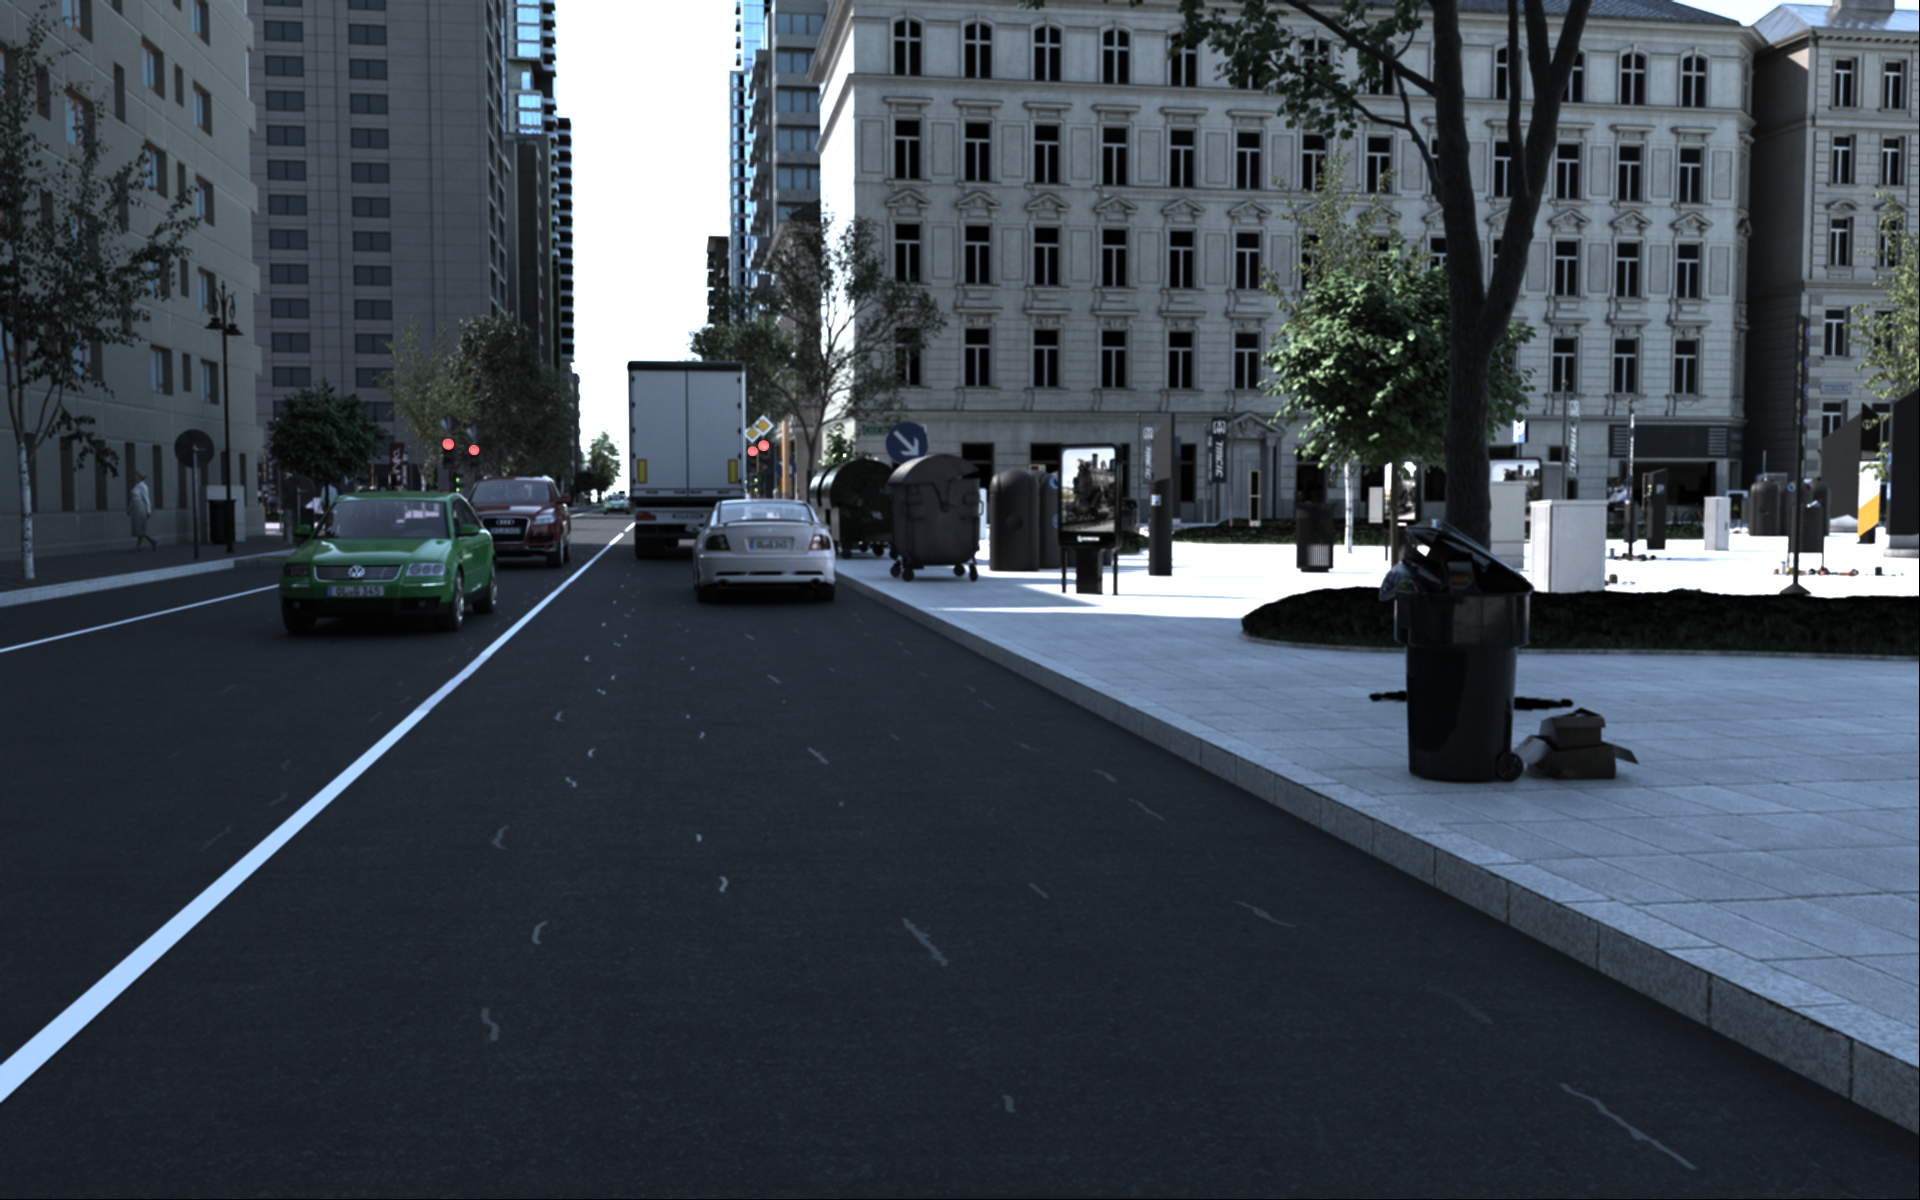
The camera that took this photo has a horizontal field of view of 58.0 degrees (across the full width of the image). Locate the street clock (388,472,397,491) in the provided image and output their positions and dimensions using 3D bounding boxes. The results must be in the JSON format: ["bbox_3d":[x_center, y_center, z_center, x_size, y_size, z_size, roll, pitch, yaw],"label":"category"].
[{"bbox_3d":[-18.934,-3.258,57.842,0.358,2.002,0.471,-2,4,-25],"label":"street clock"}]

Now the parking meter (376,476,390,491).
[{"bbox_3d":[-18.515,-3.053,55.626,0.399,1.863,0.255,-2,4,-23],"label":"parking meter"}]

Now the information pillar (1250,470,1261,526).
[{"bbox_3d":[9.188,-3.020,53.873,0.304,2.012,0.304,1,4,20],"label":"information pillar"}]

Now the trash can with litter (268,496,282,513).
[{"bbox_3d":[-35.586,-4.792,89.736,0.624,1.170,1.055,0,4,-4],"label":"trash can with litter"}]

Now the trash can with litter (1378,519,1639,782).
[{"bbox_3d":[2.502,0.211,7.932,1.055,1.170,0.624,0,4,-8],"label":"trash can with litter"}]

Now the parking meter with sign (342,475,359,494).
[{"bbox_3d":[-18.656,-3.466,52.924,0.543,3.016,1.738,-1,4,-11],"label":"parking meter with sign"}]

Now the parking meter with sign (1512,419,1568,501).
[{"bbox_3d":[13.892,-2.718,40.704,1.738,3.016,0.543,-1,4,-13],"label":"parking meter with sign"}]

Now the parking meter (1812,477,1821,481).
[{"bbox_3d":[29.209,-3.262,59.037,0.255,1.863,0.399,0,4,-2],"label":"parking meter"}]

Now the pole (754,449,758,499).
[{"bbox_3d":[-9.191,-5.154,78.108,0.158,3.312,0.155,0,3,0],"label":"pole"}]

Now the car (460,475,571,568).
[{"bbox_3d":[-9.017,-1.618,35.124,2.281,1.827,5.304,-1,4,-10],"label":"car"}]

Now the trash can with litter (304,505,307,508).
[{"bbox_3d":[-45.619,-6.680,120.283,2.233,1.210,1.678,1,4,10],"label":"trash can with litter"}]

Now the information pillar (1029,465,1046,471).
[{"bbox_3d":[1.947,-2.389,43.552,0.304,2.012,0.304,2,4,31],"label":"information pillar"}]

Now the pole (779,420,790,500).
[{"bbox_3d":[-4.832,-3.318,48.090,0.158,3.312,0.155,0,3,0],"label":"pole"}]

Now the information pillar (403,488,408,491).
[{"bbox_3d":[-38.222,-7.018,119.235,0.304,2.012,0.304,0,4,5],"label":"information pillar"}]

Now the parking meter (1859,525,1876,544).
[{"bbox_3d":[23.443,-2.219,44.699,0.372,1.533,0.369,0,3,0],"label":"parking meter"}]

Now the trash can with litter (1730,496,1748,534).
[{"bbox_3d":[25.113,-2.744,55.920,2.233,1.210,1.678,3,5,39],"label":"trash can with litter"}]

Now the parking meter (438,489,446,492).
[{"bbox_3d":[-24.774,-4.558,82.930,0.372,1.533,0.369,0,3,0],"label":"parking meter"}]

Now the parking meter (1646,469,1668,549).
[{"bbox_3d":[16.149,-2.107,40.165,0.399,1.863,0.255,0,4,-6],"label":"parking meter"}]

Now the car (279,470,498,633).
[{"bbox_3d":[-6.302,-0.649,19.400,1.959,1.807,4.718,0,4,-8],"label":"car"}]

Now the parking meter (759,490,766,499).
[{"bbox_3d":[-9.248,-4.450,81.165,0.372,1.533,0.369,0,3,0],"label":"parking meter"}]

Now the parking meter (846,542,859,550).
[{"bbox_3d":[-2.533,-2.094,39.942,0.399,1.863,0.255,3,5,44],"label":"parking meter"}]

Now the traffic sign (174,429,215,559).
[{"bbox_3d":[-15.059,-2.079,34.096,0.768,2.556,0.104,0,4,-7],"label":"traffic sign"}]

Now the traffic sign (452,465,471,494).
[{"bbox_3d":[-22.350,-4.747,77.623,0.884,2.594,0.081,0,3,0],"label":"traffic sign"}]

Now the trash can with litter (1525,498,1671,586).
[{"bbox_3d":[8.723,-0.822,24.502,2.233,1.210,1.678,-1,4,-14],"label":"trash can with litter"}]

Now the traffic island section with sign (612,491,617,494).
[{"bbox_3d":[-53.718,-16.220,273.831,1.989,1.847,2.006,-1,4,-10],"label":"traffic island section with sign"}]

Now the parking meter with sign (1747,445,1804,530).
[{"bbox_3d":[29.117,-4.014,61.888,1.738,3.016,0.543,1,4,17],"label":"parking meter with sign"}]

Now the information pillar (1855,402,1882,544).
[{"bbox_3d":[23.141,-3.224,44.065,0.183,3.616,0.504,-3,5,-45],"label":"information pillar"}]

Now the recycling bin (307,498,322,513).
[{"bbox_3d":[-44.255,-6.490,118.657,0.722,1.027,0.722,1,4,20],"label":"recycling bin"}]

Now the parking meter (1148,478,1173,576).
[{"bbox_3d":[3.147,-1.147,27.169,0.372,1.533,0.369,0,3,0],"label":"parking meter"}]

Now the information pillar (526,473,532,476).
[{"bbox_3d":[-29.312,-7.731,117.754,0.183,3.616,0.504,3,5,44],"label":"information pillar"}]

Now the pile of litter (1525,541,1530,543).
[{"bbox_3d":[14.332,-1.918,45.329,1.176,0.858,1.719,1,4,19],"label":"pile of litter"}]

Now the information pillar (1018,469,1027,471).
[{"bbox_3d":[1.788,-2.864,51.321,0.304,2.012,0.304,1,4,16],"label":"information pillar"}]

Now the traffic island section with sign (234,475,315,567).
[{"bbox_3d":[-13.373,-1.607,34.896,1.989,1.847,2.006,-1,4,-10],"label":"traffic island section with sign"}]

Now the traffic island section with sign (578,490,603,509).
[{"bbox_3d":[-35.339,-9.563,164.980,1.989,1.847,2.006,-1,4,-10],"label":"traffic island section with sign"}]

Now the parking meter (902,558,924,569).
[{"bbox_3d":[-0.804,-1.300,29.660,0.372,1.533,0.369,0,3,0],"label":"parking meter"}]

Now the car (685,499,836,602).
[{"bbox_3d":[-2.826,-0.743,24.509,2.083,1.381,4.827,-1,4,-10],"label":"car"}]

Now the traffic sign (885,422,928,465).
[{"bbox_3d":[-0.940,-1.862,30.549,0.768,2.556,0.104,0,4,-3],"label":"traffic sign"}]

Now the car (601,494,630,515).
[{"bbox_3d":[-24.019,-6.688,121.141,2.131,1.459,4.920,-1,4,-11],"label":"car"}]

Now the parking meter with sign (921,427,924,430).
[{"bbox_3d":[-1.109,-2.917,43.960,0.543,3.016,1.738,0,4,-6],"label":"parking meter with sign"}]

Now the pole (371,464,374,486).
[{"bbox_3d":[-40.427,-7.669,119.231,0.158,3.312,0.155,0,3,0],"label":"pole"}]

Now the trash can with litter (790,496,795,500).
[{"bbox_3d":[-8.815,-4.955,92.394,1.055,1.170,0.624,3,4,37],"label":"trash can with litter"}]

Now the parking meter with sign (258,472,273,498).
[{"bbox_3d":[-53.712,-8.448,134.390,1.738,3.016,0.543,1,4,15],"label":"parking meter with sign"}]

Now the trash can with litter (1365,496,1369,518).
[{"bbox_3d":[18.304,-3.943,75.526,2.233,1.210,1.678,-2,4,-24],"label":"trash can with litter"}]

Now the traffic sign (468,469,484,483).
[{"bbox_3d":[-23.428,-5.124,83.887,0.768,2.556,0.104,0,4,-1],"label":"traffic sign"}]

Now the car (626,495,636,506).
[{"bbox_3d":[-34.796,-10.446,183.368,1.945,1.354,3.894,-1,4,-9],"label":"car"}]

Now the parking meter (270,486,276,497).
[{"bbox_3d":[-48.994,-7.206,123.525,0.255,1.863,0.399,1,4,12],"label":"parking meter"}]

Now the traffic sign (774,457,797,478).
[{"bbox_3d":[-5.933,-3.604,59.027,0.768,2.556,0.104,0,3,0],"label":"traffic sign"}]

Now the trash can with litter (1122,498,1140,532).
[{"bbox_3d":[4.851,-2.362,50.000,0.624,1.170,1.055,1,4,17],"label":"trash can with litter"}]

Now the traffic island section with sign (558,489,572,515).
[{"bbox_3d":[-27.154,-6.601,116.547,1.989,1.847,2.006,-1,4,-10],"label":"traffic island section with sign"}]

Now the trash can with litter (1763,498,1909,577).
[{"bbox_3d":[13.795,-0.994,27.314,2.233,1.210,1.678,1,4,16],"label":"trash can with litter"}]

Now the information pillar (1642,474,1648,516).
[{"bbox_3d":[24.659,-3.523,62.089,0.304,2.012,0.304,2,4,31],"label":"information pillar"}]
